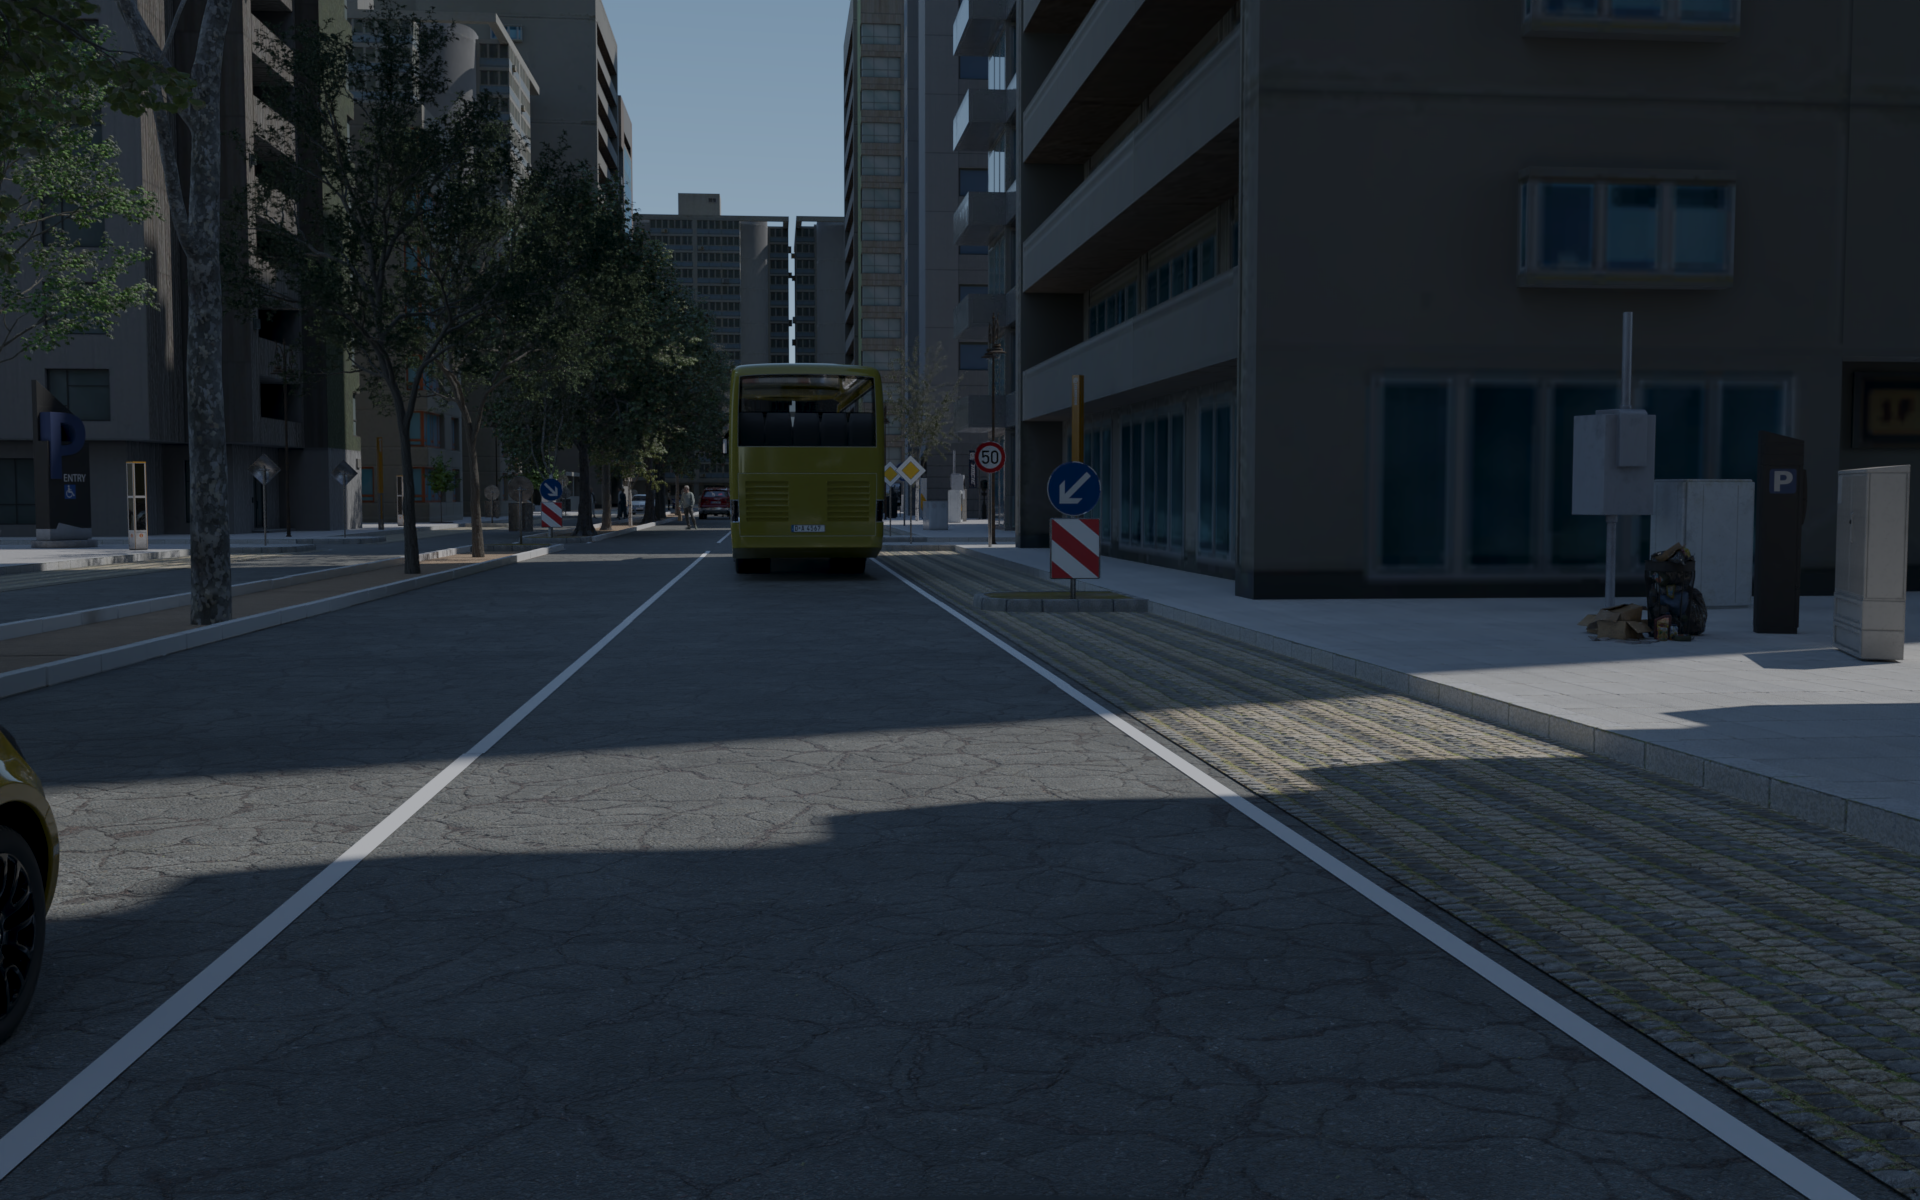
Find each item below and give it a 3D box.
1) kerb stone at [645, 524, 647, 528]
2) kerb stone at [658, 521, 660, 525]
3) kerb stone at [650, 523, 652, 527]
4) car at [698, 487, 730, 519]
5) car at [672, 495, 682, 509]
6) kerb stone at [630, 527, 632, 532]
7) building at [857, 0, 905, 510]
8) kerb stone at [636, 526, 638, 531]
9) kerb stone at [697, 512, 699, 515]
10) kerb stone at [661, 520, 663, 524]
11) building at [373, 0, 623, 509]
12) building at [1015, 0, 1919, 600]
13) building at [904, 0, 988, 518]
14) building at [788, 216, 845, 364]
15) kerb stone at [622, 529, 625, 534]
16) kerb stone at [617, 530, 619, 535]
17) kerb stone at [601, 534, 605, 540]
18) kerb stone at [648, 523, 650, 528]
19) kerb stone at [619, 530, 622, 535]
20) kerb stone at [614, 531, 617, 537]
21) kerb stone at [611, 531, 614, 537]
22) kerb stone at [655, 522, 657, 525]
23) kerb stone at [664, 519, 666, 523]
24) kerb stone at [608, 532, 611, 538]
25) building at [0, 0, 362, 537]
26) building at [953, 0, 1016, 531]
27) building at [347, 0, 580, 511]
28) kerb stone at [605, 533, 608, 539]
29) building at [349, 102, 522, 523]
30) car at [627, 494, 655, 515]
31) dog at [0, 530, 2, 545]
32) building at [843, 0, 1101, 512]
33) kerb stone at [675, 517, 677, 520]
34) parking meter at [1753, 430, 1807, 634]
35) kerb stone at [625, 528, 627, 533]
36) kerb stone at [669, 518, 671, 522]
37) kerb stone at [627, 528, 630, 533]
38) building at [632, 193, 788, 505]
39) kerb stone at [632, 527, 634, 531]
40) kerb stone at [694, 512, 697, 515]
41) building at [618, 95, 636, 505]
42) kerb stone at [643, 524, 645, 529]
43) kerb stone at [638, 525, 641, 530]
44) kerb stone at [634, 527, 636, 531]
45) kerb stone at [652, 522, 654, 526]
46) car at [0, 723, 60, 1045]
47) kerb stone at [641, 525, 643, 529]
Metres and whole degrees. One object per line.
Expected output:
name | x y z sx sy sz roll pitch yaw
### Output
kerb stone | -13.056 -2.980 71.020 0.120 0.150 1.000 0 4 -6
kerb stone | -13.934 -3.486 79.184 0.120 0.150 1.000 0 4 -6
kerb stone | -13.382 -3.168 74.073 0.120 0.150 1.000 0 4 -6
car | -13.947 -5.571 99.758 2.281 1.827 5.304 0 4 -5
car | -26.938 -9.508 168.040 1.945 1.354 3.894 0 4 -4
kerb stone | -12.300 -2.551 63.901 0.120 0.150 1.000 0 4 -6
building | -1.461 -28.097 142.976 14.154 41.232 14.086 0 4 -6
kerb stone | -12.632 -2.735 66.951 0.120 0.150 1.000 0 4 -6
kerb stone | -18.611 -6.164 122.992 0.120 0.150 1.000 0 4 -6
kerb stone | -14.151 -3.610 81.217 0.120 0.150 1.000 0 4 -6
building | -42.926 -32.728 158.806 21.300 48.544 21.600 0 4 -6
building | 13.039 -24.916 31.084 21.300 48.544 21.600 0 4 -6
building | 7.138 -34.386 104.216 21.231 58.520 28.212 0 4 -6
building | -10.069 -32.819 228.464 23.993 40.220 32.217 0 4 -6
kerb stone | -11.970 -2.359 60.838 0.120 0.150 1.000 0 4 -6
kerb stone | -11.757 -2.239 58.805 0.120 0.150 1.000 0 4 -6
kerb stone | -11.206 -1.927 53.710 0.120 0.150 1.000 0 4 -6
kerb stone | -13.272 -3.111 73.056 0.120 0.150 1.000 0 4 -6
kerb stone | -11.863 -2.301 59.821 0.120 0.150 1.000 0 4 -6
kerb stone | -11.643 -2.174 57.789 0.120 0.150 1.000 0 4 -6
kerb stone | -11.537 -2.111 56.766 0.120 0.150 1.000 0 4 -6
kerb stone | -13.714 -3.359 77.131 0.120 0.150 1.000 0 4 -6
kerb stone | -14.364 -3.732 83.250 0.120 0.150 1.000 0 4 -6
kerb stone | -11.430 -2.052 55.749 0.120 0.150 1.000 0 4 -6
building | -28.713 -17.426 56.616 14.160 30.474 14.107 0 4 -6
building | 14.929 -27.243 65.032 30.456 49.044 23.786 0 4 -6
building | -46.680 -27.099 134.954 32.217 40.220 23.993 0 4 -6
kerb stone | -11.326 -1.985 54.732 0.120 0.150 1.000 0 4 -6
building | -39.083 -14.979 89.939 27.650 21.520 28.899 0 4 -6
car | -21.964 -6.600 119.915 2.014 1.417 4.499 0 4 -5
dog | -24.690 -1.524 44.211 0.406 0.507 0.540 -2 4 -29
building | 0.306 -32.880 161.284 21.300 48.544 21.600 0 4 -6
kerb stone | -15.348 -4.290 92.420 0.120 0.150 1.000 0 4 -6
parking meter | 7.556 -0.626 15.950 0.399 1.863 0.255 1 4 16
kerb stone | -12.081 -2.426 61.854 0.120 0.150 1.000 0 4 -6
kerb stone | -14.800 -3.984 87.326 0.120 0.150 1.000 0 4 -6
kerb stone | -12.189 -2.488 62.875 0.120 0.150 1.000 0 4 -6
building | -33.982 -32.695 226.444 23.993 40.220 32.217 0 4 -6
kerb stone | -12.412 -2.613 64.917 0.120 0.150 1.000 0 4 -6
kerb stone | -17.854 -5.729 115.860 0.120 0.150 1.000 0 4 -6
building | -43.612 -33.051 190.491 14.200 45.320 14.600 0 4 -6
kerb stone | -12.953 -2.924 70.002 0.120 0.150 1.000 0 4 -6
kerb stone | -12.728 -2.800 67.968 0.120 0.150 1.000 0 4 -6
kerb stone | -12.523 -2.673 65.933 0.120 0.150 1.000 0 4 -6
kerb stone | -13.493 -3.233 75.093 0.120 0.150 1.000 0 4 -6
car | -3.209 0.429 3.214 2.015 1.641 3.980 0 4 -5
kerb stone | -12.838 -2.858 68.987 0.120 0.150 1.000 0 4 -6
